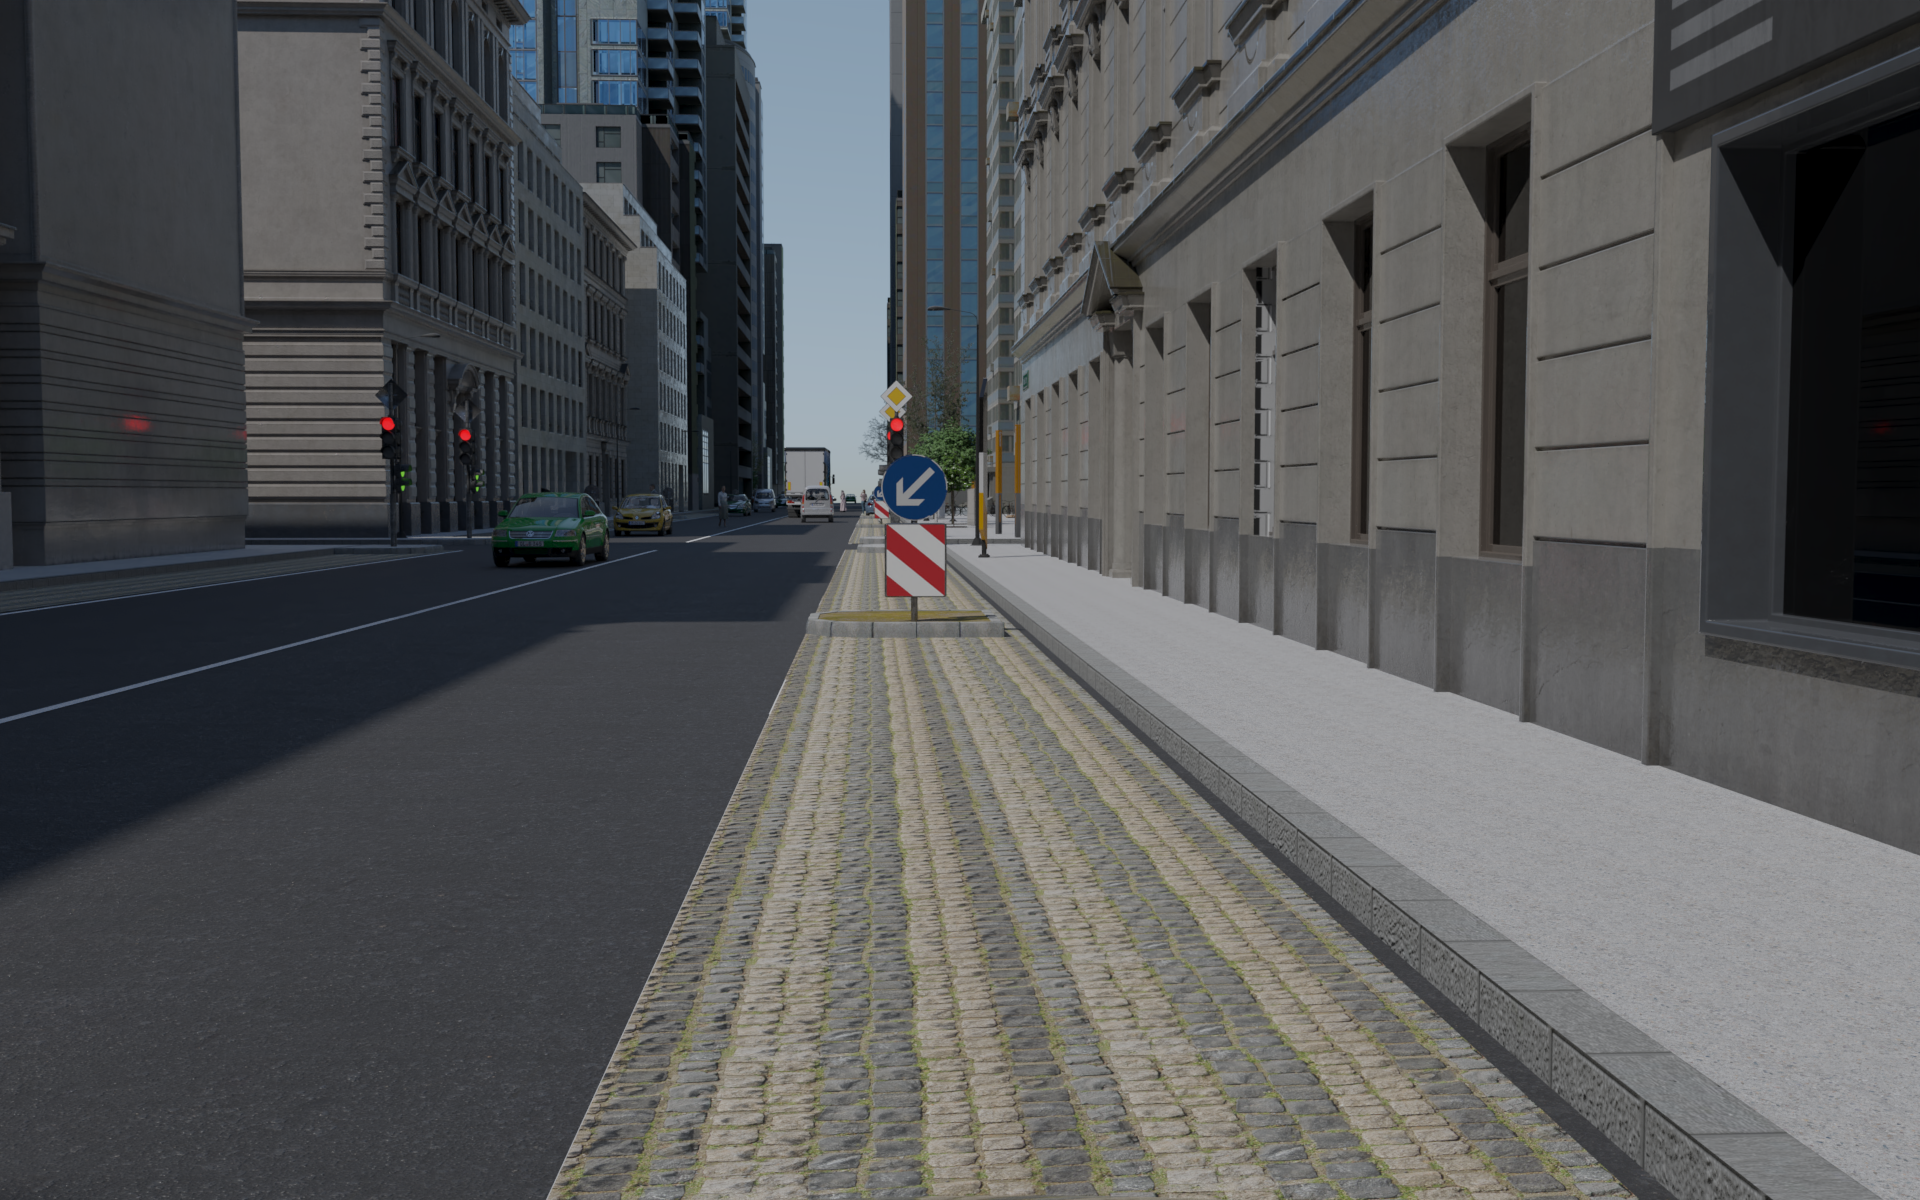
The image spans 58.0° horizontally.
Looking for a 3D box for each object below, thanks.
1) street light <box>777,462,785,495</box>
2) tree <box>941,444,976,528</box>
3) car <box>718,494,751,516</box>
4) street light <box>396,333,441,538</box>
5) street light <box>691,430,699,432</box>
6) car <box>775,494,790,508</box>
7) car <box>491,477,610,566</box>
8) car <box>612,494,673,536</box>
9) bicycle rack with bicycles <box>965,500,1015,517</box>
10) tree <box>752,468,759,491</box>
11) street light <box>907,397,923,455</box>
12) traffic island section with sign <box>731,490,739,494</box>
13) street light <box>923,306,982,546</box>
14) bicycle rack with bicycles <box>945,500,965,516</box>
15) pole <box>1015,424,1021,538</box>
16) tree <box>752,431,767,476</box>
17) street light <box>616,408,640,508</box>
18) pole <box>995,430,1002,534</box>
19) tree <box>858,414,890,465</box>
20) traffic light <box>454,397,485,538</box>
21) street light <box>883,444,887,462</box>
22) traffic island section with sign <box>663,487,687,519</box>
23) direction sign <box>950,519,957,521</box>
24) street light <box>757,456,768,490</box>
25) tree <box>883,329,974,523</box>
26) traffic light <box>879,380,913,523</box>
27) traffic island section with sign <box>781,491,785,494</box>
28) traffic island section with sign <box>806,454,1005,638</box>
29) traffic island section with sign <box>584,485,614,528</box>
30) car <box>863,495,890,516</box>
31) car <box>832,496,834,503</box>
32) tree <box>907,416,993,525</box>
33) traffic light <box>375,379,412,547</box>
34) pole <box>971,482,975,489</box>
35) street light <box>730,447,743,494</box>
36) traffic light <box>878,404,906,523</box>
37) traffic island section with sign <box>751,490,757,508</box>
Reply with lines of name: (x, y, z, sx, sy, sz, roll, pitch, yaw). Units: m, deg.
street light: (-26.070, -17.136, 252.712, 1.470, 5.913, 1.316, 0, 4, -3)
tree: (-0.335, -4.377, 66.163, 1.663, 3.219, 1.824, 0, 3, 0)
car: (-14.669, -6.189, 112.991, 2.131, 1.459, 4.920, 0, 4, -2)
street light: (-15.716, -4.750, 50.204, 1.470, 5.913, 1.316, 0, 4, -3)
street light: (-19.730, -9.415, 126.474, 1.470, 5.913, 1.316, 0, 4, -3)
car: (-18.039, -10.110, 177.095, 2.131, 1.459, 4.920, 0, 4, -3)
car: (-8.403, -1.649, 35.751, 1.959, 1.807, 4.718, 0, 4, -2)
car: (-11.025, -3.065, 60.330, 2.015, 1.641, 3.980, 0, 4, -4)
bicycle rack with bicycles: (2.335, -5.264, 99.443, 2.852, 0.926, 2.925, -1, 4, -23)
tree: (-24.110, -12.955, 195.522, 4.285, 4.588, 4.351, 0, 3, 0)
street light: (-2.133, -6.699, 82.066, 1.470, 5.913, 1.316, 0, 4, -3)
traffic island section with sign: (-19.386, -8.633, 149.783, 1.989, 1.847, 2.006, 0, 4, -3)
street light: (-0.106, -4.305, 42.935, 1.470, 5.913, 1.316, 0, 4, -3)
bicycle rack with bicycles: (-0.812, -5.339, 100.666, 2.925, 0.926, 2.852, -1, 4, -11)
pole: (1.701, -3.486, 50.845, 0.158, 3.312, 0.155, 0, 3, 0)
tree: (-24.381, -15.322, 200.883, 4.360, 8.622, 3.978, 0, 3, 0)
street light: (-17.868, -7.373, 93.086, 1.470, 5.913, 1.316, 0, 4, -3)
pole: (1.240, -3.764, 55.382, 0.158, 3.312, 0.155, 0, 3, 0)
tree: (-7.279, -18.404, 211.272, 12.009, 13.543, 11.850, 0, 3, 0)
traffic light: (-14.238, -3.748, 50.207, 0.839, 4.253, 0.868, 0, 4, -3)
street light: (-6.068, -11.429, 159.404, 1.470, 5.913, 1.316, 0, 4, -3)
traffic island section with sign: (-16.839, -5.597, 100.134, 1.989, 1.847, 2.006, 0, 4, -3)
direction sign: (-0.324, -5.466, 81.362, 0.876, 3.537, 0.379, 3, 5, 41)
street light: (-23.916, -14.494, 209.514, 1.470, 5.913, 1.316, 0, 4, -3)
tree: (-1.179, -7.782, 77.604, 4.360, 8.622, 3.978, 0, 3, 0)
traffic light: (-1.585, -3.300, 42.873, 0.839, 4.253, 0.868, 0, 4, -3)
traffic island section with sign: (-23.599, -13.670, 232.125, 1.989, 1.847, 2.006, 0, 4, -3)
traffic island section with sign: (-0.597, -0.578, 18.079, 1.989, 1.847, 2.006, 0, 4, -3)
traffic island section with sign: (-15.425, -3.909, 72.544, 1.989, 1.847, 2.006, 0, 4, -3)
car: (-5.014, -5.872, 108.013, 2.014, 1.417, 4.499, 0, 4, -3)
car: (-20.588, -15.943, 270.254, 1.945, 1.707, 3.694, 0, 4, -3)
tree: (-0.237, -5.471, 73.164, 4.285, 4.588, 4.351, 0, 3, 0)
traffic light: (-13.829, -3.261, 42.232, 0.839, 4.253, 0.868, 0, 4, -3)
pole: (0.651, -5.524, 84.153, 0.158, 3.312, 0.155, 0, 3, 0)
street light: (-21.843, -12.029, 169.214, 1.470, 5.913, 1.316, 0, 4, -3)
traffic light: (-1.993, -3.788, 50.848, 0.839, 4.253, 0.868, 0, 4, -3)
traffic island section with sign: (-20.789, -10.310, 177.189, 1.989, 1.847, 2.006, 0, 4, -3)
